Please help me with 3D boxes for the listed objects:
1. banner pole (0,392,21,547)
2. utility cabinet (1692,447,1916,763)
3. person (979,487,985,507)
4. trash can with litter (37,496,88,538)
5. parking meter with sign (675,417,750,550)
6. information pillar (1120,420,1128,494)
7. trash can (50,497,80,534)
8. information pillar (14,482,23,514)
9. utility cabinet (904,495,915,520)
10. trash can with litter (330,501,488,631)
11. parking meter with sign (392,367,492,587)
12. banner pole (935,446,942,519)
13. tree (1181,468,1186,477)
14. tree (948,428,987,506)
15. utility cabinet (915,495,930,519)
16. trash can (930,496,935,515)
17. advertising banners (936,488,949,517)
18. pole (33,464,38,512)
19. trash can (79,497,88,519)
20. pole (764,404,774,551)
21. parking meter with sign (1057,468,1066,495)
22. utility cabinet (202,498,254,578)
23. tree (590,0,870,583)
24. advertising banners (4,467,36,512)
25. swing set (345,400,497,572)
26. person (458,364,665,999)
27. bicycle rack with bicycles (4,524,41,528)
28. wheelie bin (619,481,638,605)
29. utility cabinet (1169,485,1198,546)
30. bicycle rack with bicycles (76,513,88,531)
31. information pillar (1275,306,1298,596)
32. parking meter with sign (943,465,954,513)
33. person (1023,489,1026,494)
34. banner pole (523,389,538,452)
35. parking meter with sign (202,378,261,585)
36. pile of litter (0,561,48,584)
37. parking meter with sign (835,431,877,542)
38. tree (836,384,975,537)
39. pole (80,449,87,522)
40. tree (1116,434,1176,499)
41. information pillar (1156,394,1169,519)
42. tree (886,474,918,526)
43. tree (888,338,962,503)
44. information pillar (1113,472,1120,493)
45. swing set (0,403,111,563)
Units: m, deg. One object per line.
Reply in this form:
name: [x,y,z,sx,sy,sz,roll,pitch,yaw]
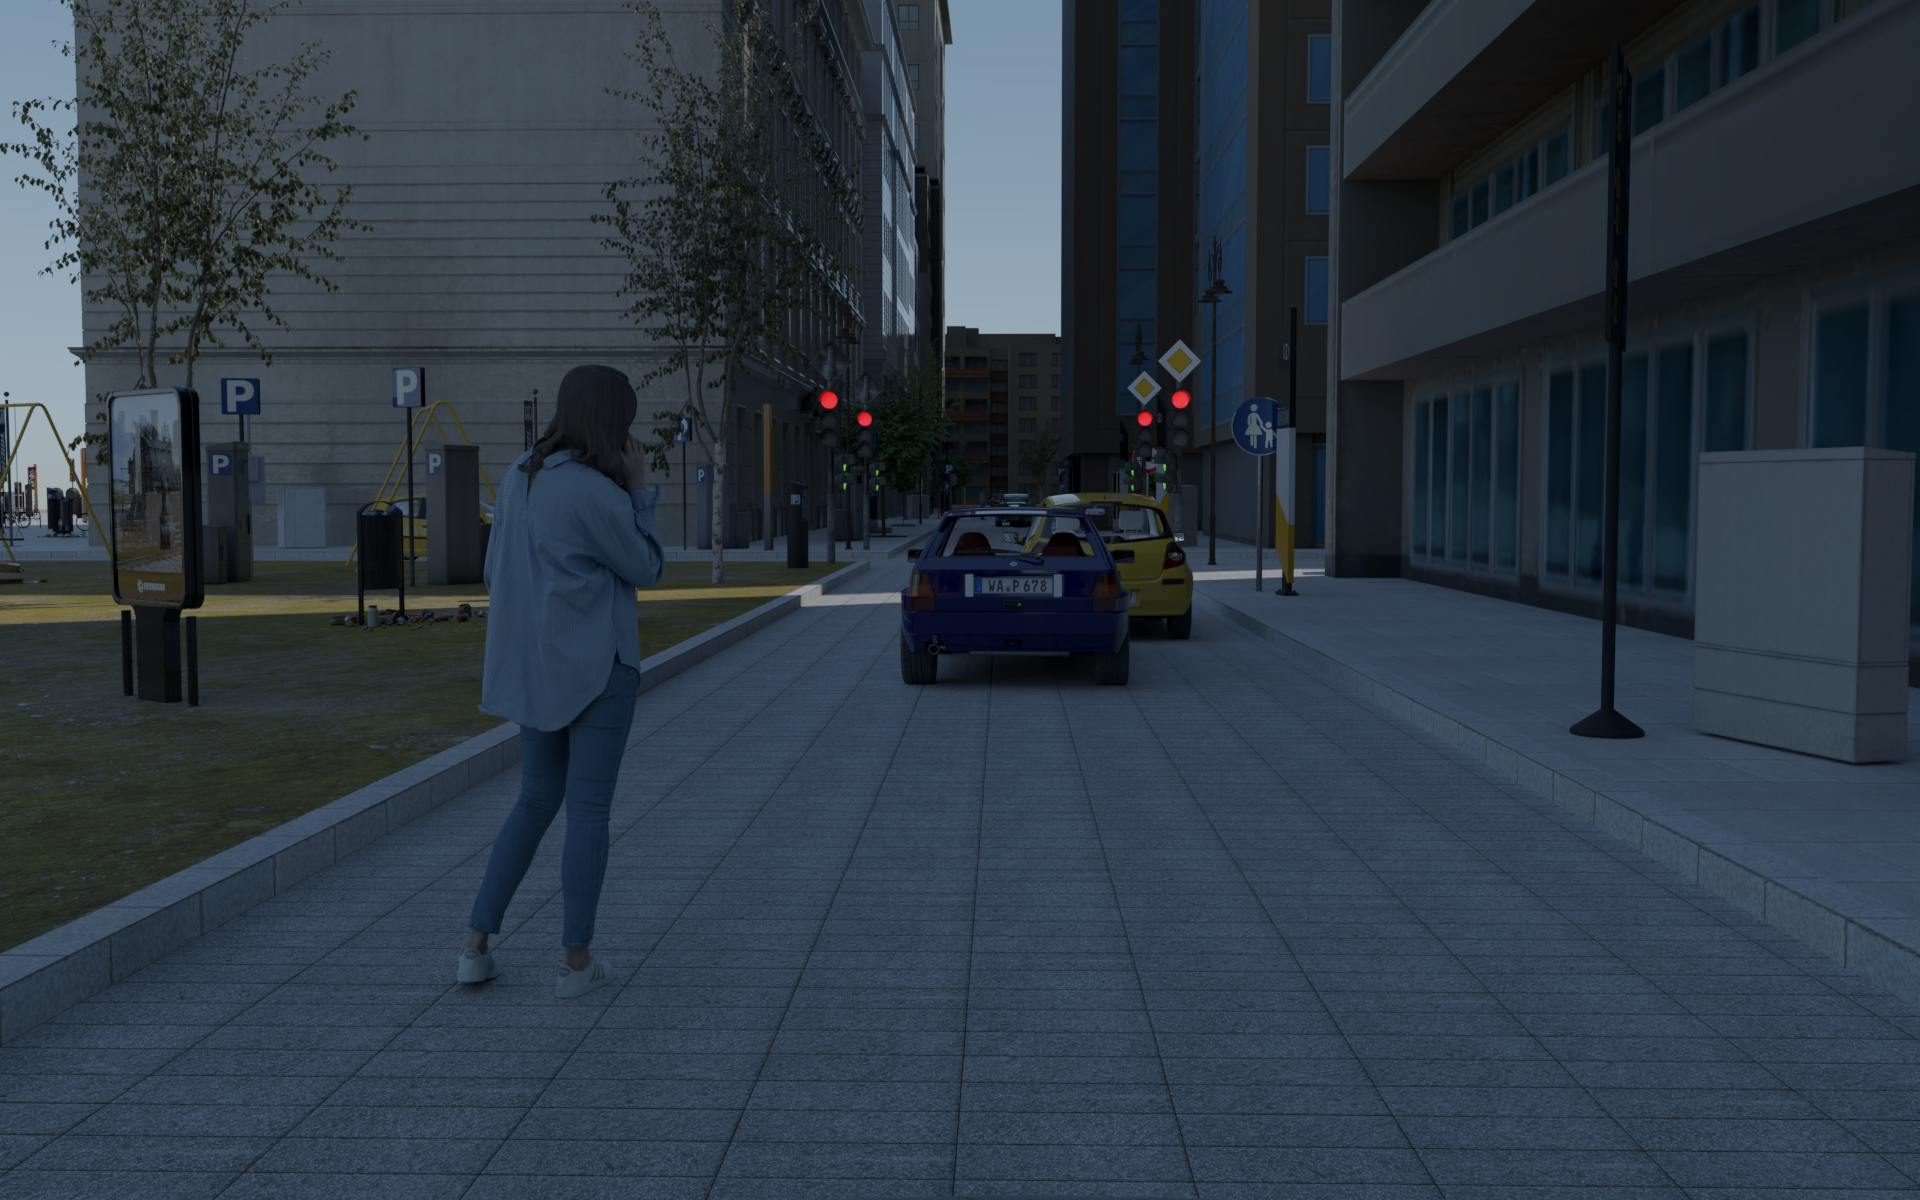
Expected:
banner pole: [-23.440,-3.213,42.545,0.863,3.779,0.401,3,5,44]
utility cabinet: [4.212,-0.001,8.698,0.318,1.500,1.173,-1,4,-14]
person: [1.229,-5.321,95.510,0.388,1.821,0.555,0,4,6]
trash can with litter: [-26.573,-2.470,51.437,2.233,1.210,1.678,3,5,44]
parking meter with sign: [-5.699,-2.684,40.147,1.738,3.016,0.543,-3,5,-43]
information pillar: [5.151,-3.864,54.529,0.183,3.616,0.504,-1,4,-18]
trash can: [-28.928,-2.702,55.828,0.748,1.137,0.748,0,3,0]
information pillar: [-56.806,-6.116,104.484,0.304,2.012,0.304,1,4,9]
utility cabinet: [-2.606,-4.595,86.295,0.306,1.237,1.020,-1,4,-12]
trash can with litter: [-5.427,-0.387,17.387,1.678,1.210,2.233,2,4,31]
parking meter with sign: [-7.194,-1.736,24.645,0.543,3.016,1.738,2,4,29]
banner pole: [-1.181,-6.107,89.858,0.401,3.779,0.863,-1,4,-15]
tree: [6.389,-3.715,55.349,1.663,3.219,1.824,0,3,0]
tree: [0.755,-14.794,192.250,4.360,8.622,3.978,0,3,0]
utility cabinet: [-2.100,-4.849,90.443,1.020,1.237,0.306,2,4,26]
trash can: [-1.954,-5.869,107.609,0.748,1.137,0.748,0,3,0]
advertising banners: [-1.012,-6.294,99.095,0.090,3.025,2.074,1,4,21]
pole: [-62.330,-7.520,116.794,0.158,3.312,0.155,0,3,0]
trash can: [-46.179,-4.860,91.115,0.748,1.137,0.748,0,3,0]
pole: [-4.343,-2.779,39.279,0.158,3.312,0.155,0,3,0]
parking meter with sign: [6.183,-6.653,105.039,0.543,3.016,1.738,0,4,2]
utility cabinet: [-11.375,-0.937,26.478,1.020,1.237,0.306,0,4,-4]
tree: [-3.441,-4.566,25.013,4.360,8.622,3.978,0,3,0]
advertising banners: [-59.832,-6.972,110.184,0.090,3.025,2.074,3,5,44]
swing set: [-9.209,-2.001,30.332,2.862,2.851,3.119,-1,4,-22]
person: [-1.161,0.232,4.967,0.793,1.790,0.793,0,4,5]
bicycle rack with bicycles: [-35.923,-3.157,65.007,2.925,0.926,2.852,1,4,20]
wheelie bin: [-3.500,-0.567,17.182,0.693,1.594,0.980,0,4,4]
utility cabinet: [5.330,-2.051,42.213,0.318,1.500,1.173,3,5,44]
bicycle rack with bicycles: [-29.144,-2.868,60.277,2.925,0.926,2.852,-2,4,-27]
information pillar: [4.125,-1.868,21.894,0.183,3.616,0.504,-1,4,-9]
parking meter with sign: [-0.742,-6.551,103.373,0.543,3.016,1.738,0,4,-7]
person: [4.968,-7.723,134.710,0.705,1.831,1.348,0,4,-7]
banner pole: [-10.140,-3.121,41.047,0.401,3.779,0.863,1,4,11]
parking meter with sign: [-10.716,-1.775,25.282,0.543,3.016,1.738,0,4,-6]
pile of litter: [-13.927,-0.658,24.718,1.719,0.858,1.176,-2,4,-35]
parking meter with sign: [-2.914,-3.119,47.258,0.543,3.016,1.738,2,4,25]
tree: [-2.267,-4.170,51.890,4.285,4.588,4.351,0,3,0]
pole: [-39.584,-5.162,78.234,0.158,3.312,0.155,0,3,0]
tree: [5.690,-3.571,52.993,1.663,3.219,1.824,0,3,0]
information pillar: [4.735,-3.007,40.524,0.183,3.616,0.504,-1,4,-21]
tree: [-2.405,-4.596,69.752,1.663,3.219,1.824,0,3,0]
tree: [-1.894,-8.066,82.243,4.737,8.622,4.395,0,3,0]
information pillar: [5.222,-3.206,56.909,0.304,2.012,0.304,-1,4,-18]
swing set: [-17.133,-2.006,30.415,3.119,2.851,2.862,2,4,27]
